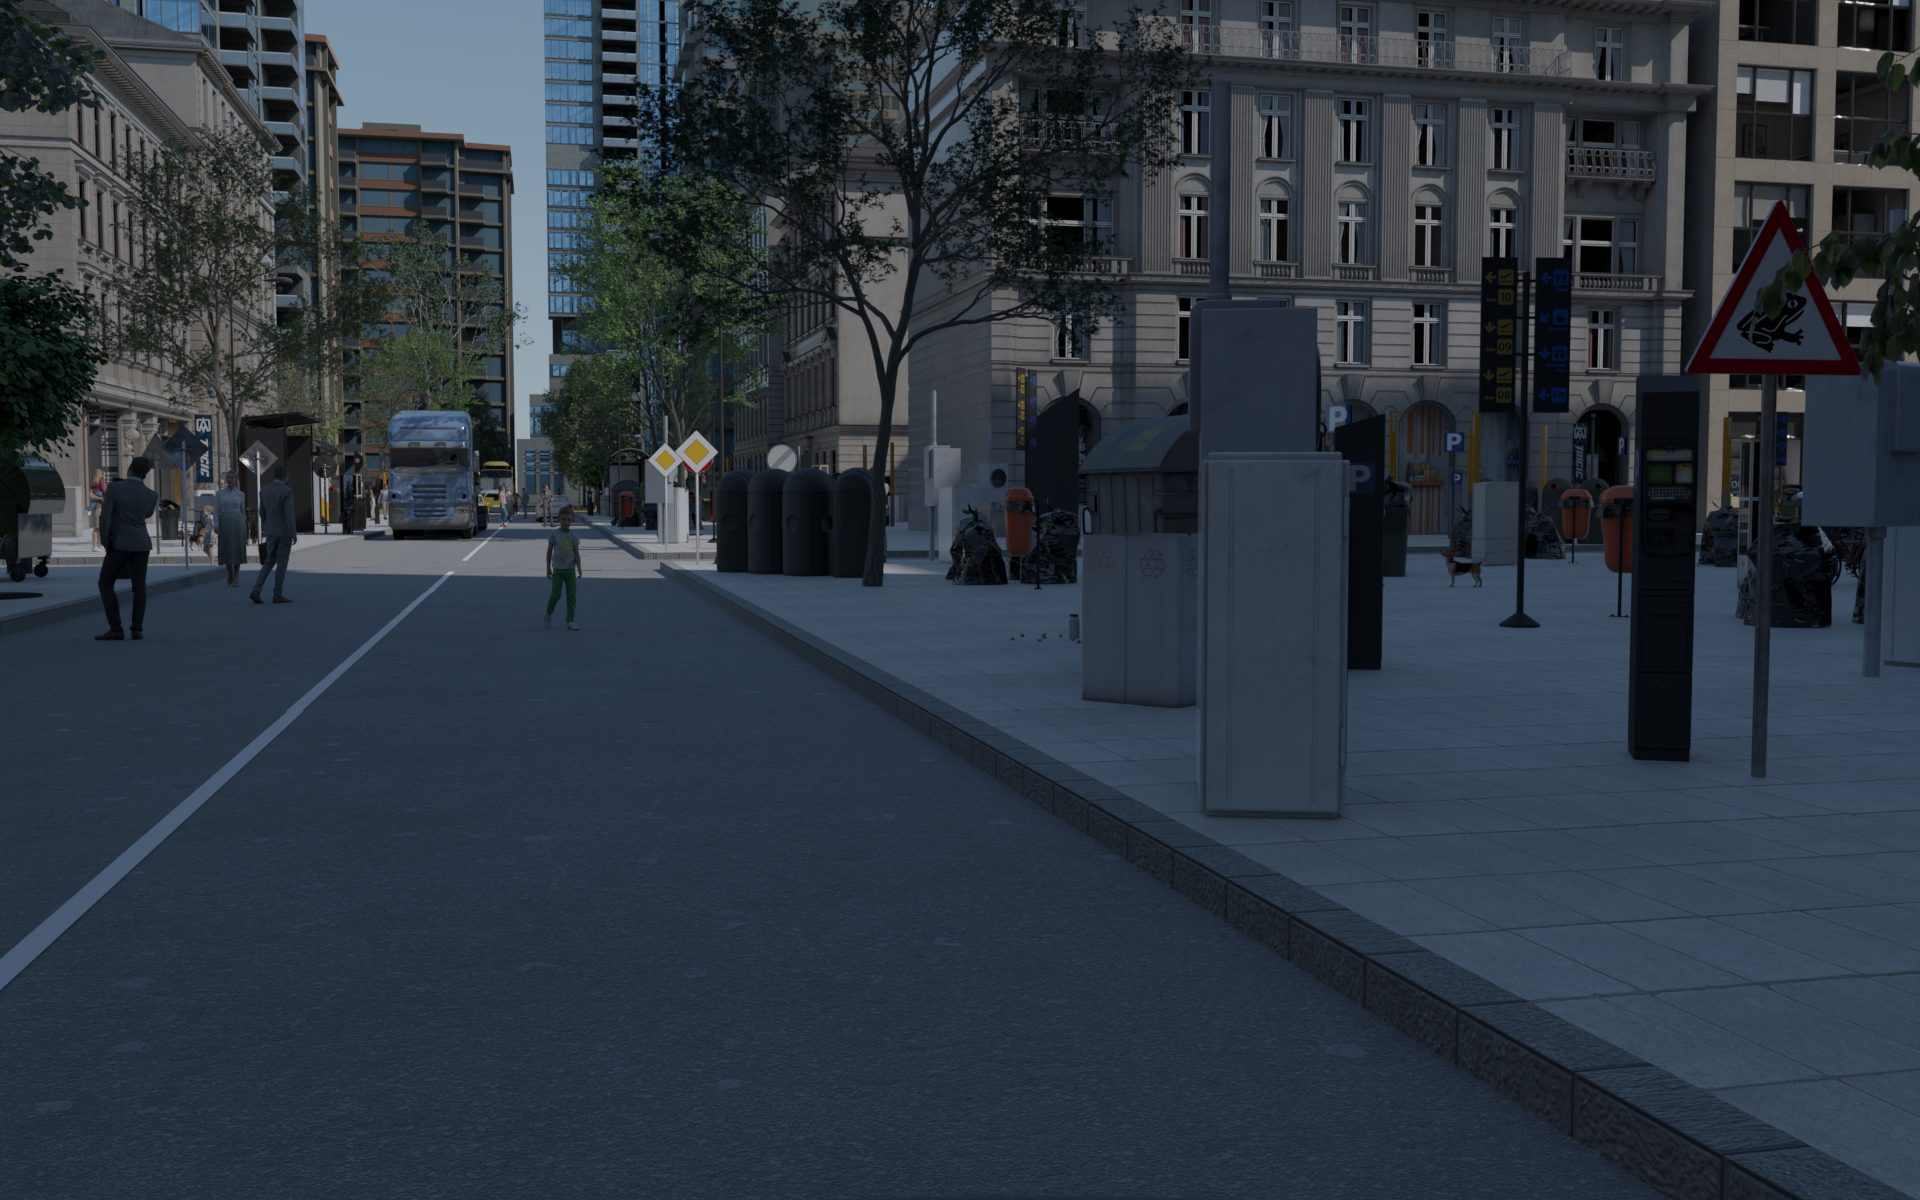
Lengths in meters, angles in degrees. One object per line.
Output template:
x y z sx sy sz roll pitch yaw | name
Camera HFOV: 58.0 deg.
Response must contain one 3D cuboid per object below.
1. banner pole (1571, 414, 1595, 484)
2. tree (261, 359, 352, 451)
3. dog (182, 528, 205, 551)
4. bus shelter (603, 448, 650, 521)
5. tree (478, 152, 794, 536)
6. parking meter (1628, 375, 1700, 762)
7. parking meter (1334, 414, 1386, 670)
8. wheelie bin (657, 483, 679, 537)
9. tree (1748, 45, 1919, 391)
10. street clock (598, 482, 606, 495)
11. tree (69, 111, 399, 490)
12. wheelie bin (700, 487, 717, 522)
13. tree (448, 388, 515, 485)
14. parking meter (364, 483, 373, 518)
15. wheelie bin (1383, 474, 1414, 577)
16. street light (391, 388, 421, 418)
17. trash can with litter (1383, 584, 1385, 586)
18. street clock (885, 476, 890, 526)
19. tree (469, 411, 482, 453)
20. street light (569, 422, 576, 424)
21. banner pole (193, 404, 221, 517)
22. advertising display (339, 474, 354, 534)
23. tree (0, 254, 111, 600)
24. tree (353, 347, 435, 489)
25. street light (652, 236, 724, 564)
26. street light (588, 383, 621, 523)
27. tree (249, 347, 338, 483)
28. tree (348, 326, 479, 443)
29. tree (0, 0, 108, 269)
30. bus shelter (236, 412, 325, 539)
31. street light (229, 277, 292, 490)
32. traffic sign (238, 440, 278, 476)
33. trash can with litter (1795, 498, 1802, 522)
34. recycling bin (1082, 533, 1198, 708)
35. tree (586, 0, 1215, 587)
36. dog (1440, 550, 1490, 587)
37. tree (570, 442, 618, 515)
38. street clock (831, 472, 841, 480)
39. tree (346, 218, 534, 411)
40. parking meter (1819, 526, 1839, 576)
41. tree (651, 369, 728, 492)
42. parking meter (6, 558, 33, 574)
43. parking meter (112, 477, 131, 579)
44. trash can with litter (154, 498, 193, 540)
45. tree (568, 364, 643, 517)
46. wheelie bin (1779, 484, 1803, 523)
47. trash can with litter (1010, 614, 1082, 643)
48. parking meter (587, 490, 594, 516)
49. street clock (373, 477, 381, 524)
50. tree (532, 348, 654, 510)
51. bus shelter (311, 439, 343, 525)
19.501 -3.918 54.083 0.863 3.779 0.401 0 4 2 | banner pole
-34.575 -8.630 91.470 4.737 8.622 4.395 0 3 0 | tree
-17.321 -1.369 39.213 0.540 0.507 0.406 -2 4 -24 | dog
-15.098 -5.189 78.769 2.014 3.302 5.546 -1 4 -13 | bus shelter
-8.641 -7.794 53.193 9.928 11.665 9.643 0 3 0 | tree
3.411 -0.165 8.406 0.255 1.863 0.399 1 4 16 | parking meter
2.902 -0.429 12.718 0.399 1.863 0.255 1 4 10 | parking meter
-8.237 -2.536 49.376 0.693 1.594 0.980 1 4 14 | wheelie bin
2.971 -3.253 3.546 4.360 8.622 3.978 0 3 0 | tree
-21.001 -5.939 101.665 0.471 2.002 0.358 0 4 -3 | street clock
-17.305 -6.557 41.613 8.767 10.594 7.601 0 4 6 | tree
-11.525 -4.402 79.883 0.980 1.594 0.693 1 4 11 | wheelie bin
-51.631 -16.225 182.289 9.611 12.733 9.660 0 3 0 | tree
-31.638 -5.316 92.630 0.399 1.863 0.255 1 4 14 | parking meter
6.726 -1.173 27.091 0.693 1.594 0.980 1 4 16 | wheelie bin
-24.329 -6.328 76.000 1.470 5.913 1.316 -1 4 -14 | street light
4.670 -0.806 24.241 2.233 1.210 1.678 3 4 36 | trash can with litter
-2.927 -3.962 69.355 0.358 2.002 0.471 -1 4 -10 | street clock
-43.849 -12.332 151.998 4.360 8.622 3.978 0 3 0 | tree
-24.480 -8.524 111.907 1.470 5.913 1.316 -1 4 -14 | street light
-20.781 -3.549 48.037 0.863 3.779 0.401 -3 5 -41 | banner pole
-19.663 -3.080 55.576 0.123 1.923 0.974 0 4 0 | advertising display
-12.180 -2.294 21.219 4.285 4.588 4.351 0 3 0 | tree
-28.335 -8.341 86.738 4.360 8.622 3.978 0 3 0 | tree
-4.895 -3.605 31.484 1.470 5.913 1.316 -1 4 -14 | street light
-14.873 -6.130 72.763 1.470 5.913 1.316 -1 4 -14 | street light
-31.056 -7.983 80.892 4.360 8.622 3.978 0 3 0 | tree
-33.057 -11.005 105.688 9.928 11.665 9.643 0 3 0 | tree
-10.179 -6.403 11.347 9.857 13.997 8.962 0 3 0 | tree
-20.397 -3.727 52.224 1.731 3.624 6.357 -1 4 -14 | bus shelter
-14.998 -3.951 37.141 1.470 5.913 1.316 -1 4 -14 | street light
-15.110 -2.147 37.292 0.795 2.593 0.064 -1 4 -14 | traffic sign
26.091 -2.561 53.263 0.624 1.170 1.055 1 4 10 | trash can with litter
1.241 0.106 10.823 0.722 1.027 0.722 3 4 39 | recycling bin
-1.003 -5.448 23.485 8.767 10.594 7.601 -3 5 -41 | tree
6.953 -0.431 23.875 0.540 0.507 0.406 -1 4 -17 | dog
-22.340 -7.534 106.893 4.285 4.588 4.351 0 3 0 | tree
-4.084 -3.268 57.995 0.471 2.002 0.358 -3 5 -42 | street clock
-35.398 -16.006 117.582 12.611 20.169 13.585 0 3 0 | tree
13.511 -1.307 27.077 0.399 1.863 0.255 -1 4 -8 | parking meter
-15.475 -9.093 99.030 4.737 8.622 4.395 0 3 0 | tree
-15.165 -1.191 27.889 0.372 1.533 0.369 0 3 0 | parking meter
-12.616 -1.090 26.230 0.372 1.533 0.369 0 3 0 | parking meter
-21.947 -2.258 48.313 0.624 1.170 1.055 1 4 12 | trash can with litter
-20.011 -8.994 97.416 4.360 8.622 3.978 0 3 0 | tree
26.859 -2.933 55.869 0.980 1.594 0.693 3 5 43 | wheelie bin
1.545 -0.228 14.787 1.678 1.210 2.233 -2 4 -25 | trash can with litter
-21.854 -5.748 102.396 0.372 1.533 0.369 0 3 0 | parking meter
-24.922 -4.248 74.029 0.358 2.002 0.471 -2 4 -32 | street clock
-28.633 -13.399 136.086 9.611 12.733 9.660 0 3 0 | tree
-23.842 -4.238 63.214 2.014 3.302 5.546 -1 4 -14 | bus shelter
